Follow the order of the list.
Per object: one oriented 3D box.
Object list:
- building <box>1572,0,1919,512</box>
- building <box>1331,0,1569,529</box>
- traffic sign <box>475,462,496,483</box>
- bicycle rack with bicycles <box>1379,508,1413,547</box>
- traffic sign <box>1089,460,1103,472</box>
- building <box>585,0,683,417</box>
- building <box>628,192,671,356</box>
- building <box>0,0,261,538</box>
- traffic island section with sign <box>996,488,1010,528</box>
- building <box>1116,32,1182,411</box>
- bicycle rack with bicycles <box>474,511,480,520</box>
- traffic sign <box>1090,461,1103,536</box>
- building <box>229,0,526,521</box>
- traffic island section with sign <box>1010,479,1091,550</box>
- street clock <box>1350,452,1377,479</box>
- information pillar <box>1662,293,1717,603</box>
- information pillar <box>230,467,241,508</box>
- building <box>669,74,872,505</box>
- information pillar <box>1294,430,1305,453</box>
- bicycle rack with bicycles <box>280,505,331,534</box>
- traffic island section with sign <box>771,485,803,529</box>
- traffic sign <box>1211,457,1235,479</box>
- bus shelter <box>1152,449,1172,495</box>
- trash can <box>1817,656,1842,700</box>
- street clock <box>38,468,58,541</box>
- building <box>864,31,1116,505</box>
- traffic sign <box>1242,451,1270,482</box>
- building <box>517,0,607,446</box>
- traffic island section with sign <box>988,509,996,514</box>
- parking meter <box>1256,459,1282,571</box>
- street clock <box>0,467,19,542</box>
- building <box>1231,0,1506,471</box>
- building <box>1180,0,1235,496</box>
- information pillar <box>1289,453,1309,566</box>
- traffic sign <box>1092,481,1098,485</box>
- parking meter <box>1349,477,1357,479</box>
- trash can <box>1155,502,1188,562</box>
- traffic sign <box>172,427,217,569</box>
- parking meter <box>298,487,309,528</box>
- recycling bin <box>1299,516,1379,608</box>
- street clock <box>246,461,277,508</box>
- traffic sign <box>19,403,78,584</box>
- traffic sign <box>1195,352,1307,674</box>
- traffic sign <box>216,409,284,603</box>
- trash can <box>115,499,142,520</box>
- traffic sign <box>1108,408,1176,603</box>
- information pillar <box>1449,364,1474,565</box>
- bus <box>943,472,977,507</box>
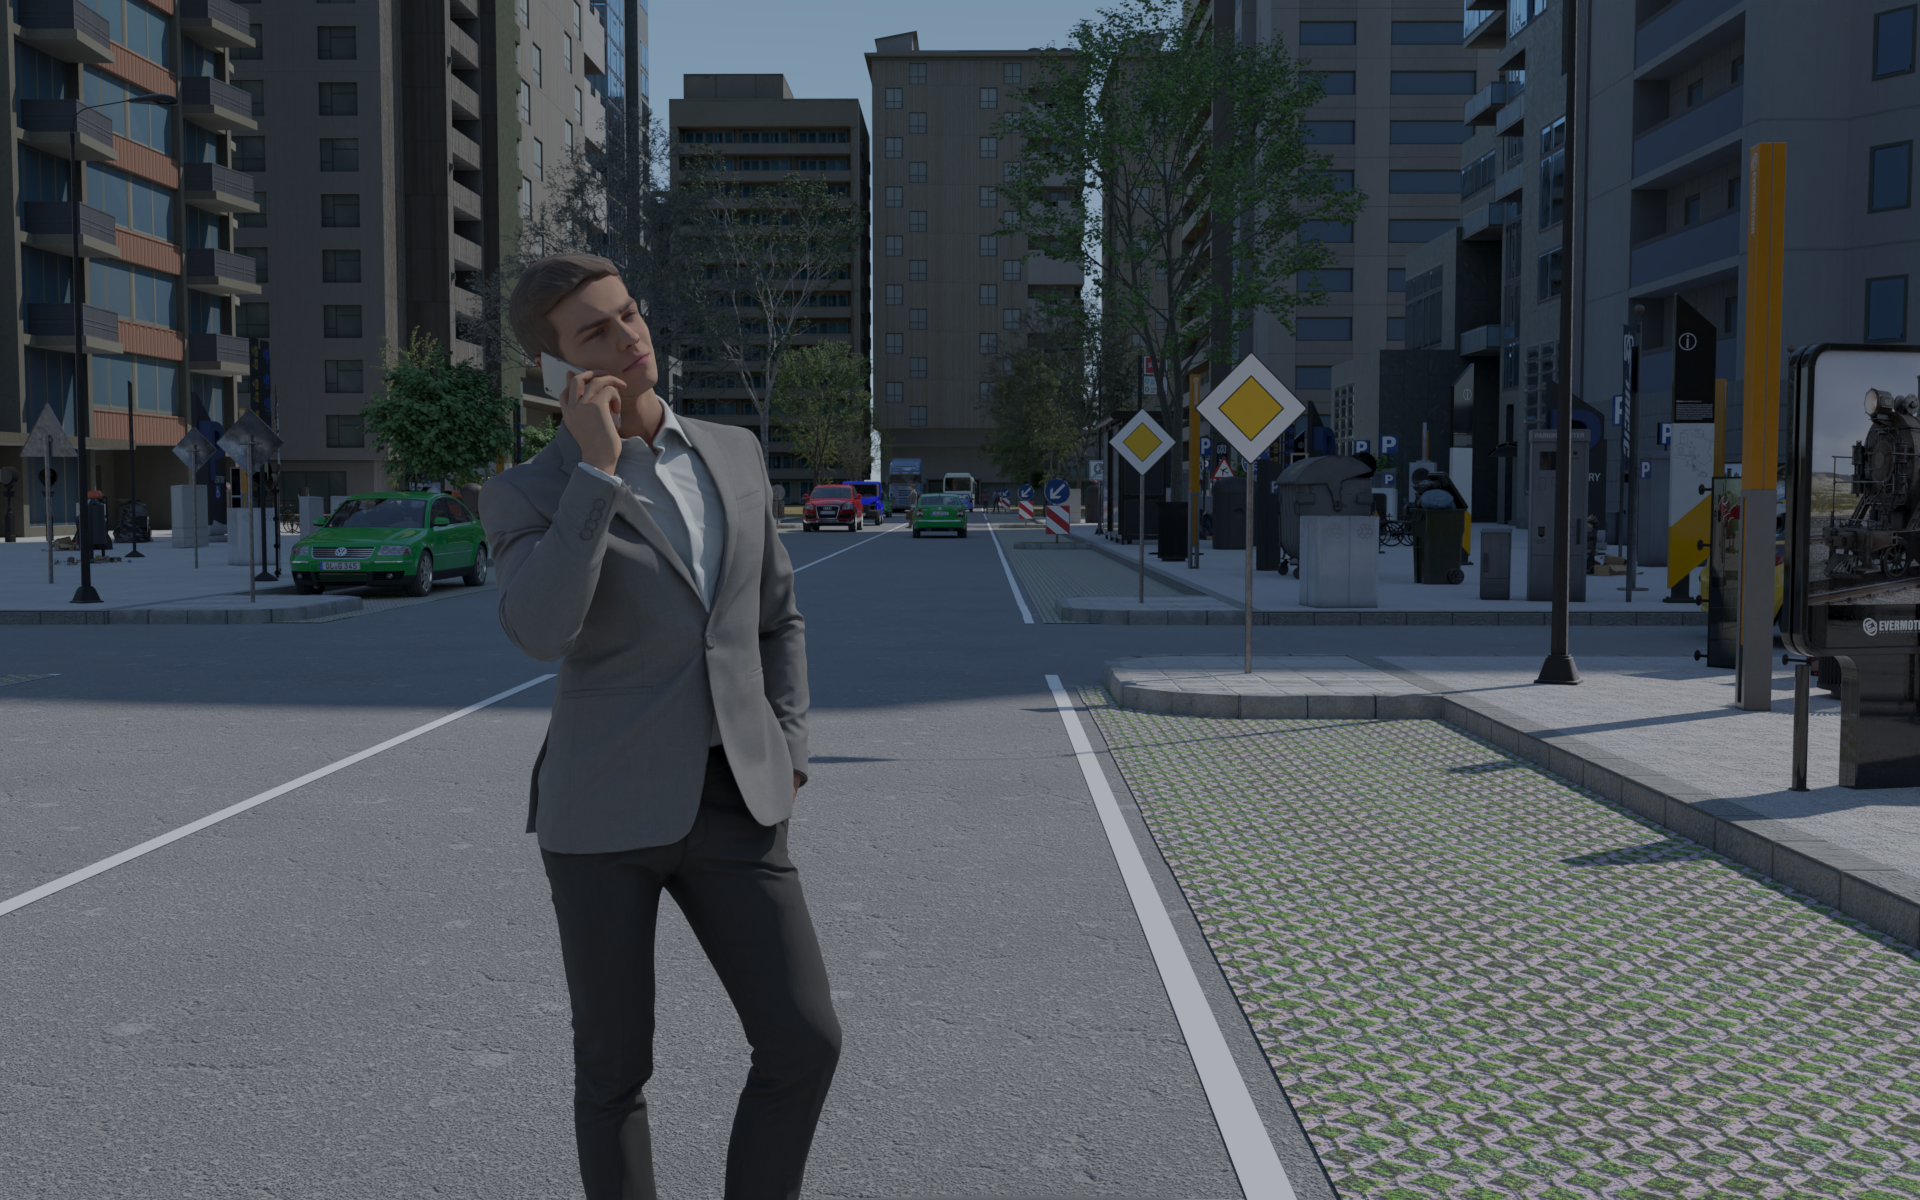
[{"bbox_3d":[63.950,-36.886,145.080,28.212,58.520,21.231,0,4,1],"label":"building"},{"bbox_3d":[29.797,-46.308,69.808,22.319,86.520,31.000,0,4,1],"label":"building"},{"bbox_3d":[-12.841,-2.867,46.882,0.884,2.594,0.081,0,4,8],"label":"traffic sign"},{"bbox_3d":[10.901,-1.815,43.052,2.925,0.926,2.852,1,4,14],"label":"bicycle rack with bicycles"},{"bbox_3d":[5.222,-3.961,64.863,0.768,2.556,0.104,0,4,3],"label":"traffic sign"},{"bbox_3d":[-38.890,-50.915,145.128,31.000,86.520,22.319,0,4,1],"label":"building"},{"bbox_3d":[-44.421,-31.681,209.863,23.993,40.220,32.217,0,4,1],"label":"building"},{"bbox_3d":[-37.101,-24.573,56.400,22.147,44.769,28.867,0,4,1],"label":"building"},{"bbox_3d":[2.647,-3.923,72.776,1.989,1.847,2.006,0,4,1],"label":"traffic island section with sign"},{"bbox_3d":[30.795,-37.767,206.736,27.495,52.752,28.713,0,4,1],"label":"building"},{"bbox_3d":[-13.633,-2.419,52.940,2.925,0.926,2.852,0,4,-7],"label":"bicycle rack with bicycles"},{"bbox_3d":[4.279,-3.124,53.203,0.606,2.300,0.079,0,4,2],"label":"traffic sign"},{"bbox_3d":[-30.524,-19.236,86.209,14.160,30.474,14.107,0,4,1],"label":"building"},{"bbox_3d":[2.397,-2.235,45.165,1.989,1.847,2.006,0,4,1],"label":"traffic island section with sign"},{"bbox_3d":[6.912,-1.546,29.843,0.471,2.002,0.358,0,4,-2],"label":"street clock"},{"bbox_3d":[8.573,-1.771,20.315,0.504,3.616,0.183,0,4,3],"label":"information pillar"},{"bbox_3d":[-19.740,-2.622,47.355,0.304,2.012,0.304,0,4,-6],"label":"information pillar"},{"bbox_3d":[-21.662,-35.471,203.657,21.600,48.544,21.300,0,4,1],"label":"building"},{"bbox_3d":[12.358,-4.399,63.280,0.504,3.616,0.183,-1,4,-14],"label":"information pillar"},{"bbox_3d":[-21.507,-2.652,56.736,2.925,0.926,2.852,-3,5,-39],"label":"bicycle rack with bicycles"},{"bbox_3d":[-7.584,-3.879,72.044,1.989,1.847,2.006,0,4,1],"label":"traffic island section with sign"},{"bbox_3d":[9.165,-3.680,60.173,0.884,2.594,0.081,0,4,3],"label":"traffic sign"},{"bbox_3d":[7.434,-4.652,67.347,1.731,3.624,6.357,0,4,0],"label":"bus shelter"},{"bbox_3d":[5.704,0.052,10.811,0.748,1.137,0.748,0,3,0],"label":"trash can"},{"bbox_3d":[-24.926,-2.618,47.379,0.471,2.002,0.358,-2,4,-30],"label":"street clock"},{"bbox_3d":[3.297,-37.751,206.469,27.495,52.752,28.713,0,4,1],"label":"building"},{"bbox_3d":[8.094,-2.896,47.453,0.768,2.556,0.104,0,4,4],"label":"traffic sign"},{"bbox_3d":[-37.924,-31.773,108.730,28.713,52.752,27.495,0,4,1],"label":"building"},{"bbox_3d":[3.113,-6.992,122.942,1.989,1.847,2.006,0,4,1],"label":"traffic island section with sign"},{"bbox_3d":[5.174,-1.424,28.986,0.399,1.863,0.255,-3,4,-38],"label":"parking meter"},{"bbox_3d":[-25.205,-2.529,45.914,0.471,2.002,0.358,1,4,14],"label":"street clock"},{"bbox_3d":[29.678,-35.355,120.061,21.231,58.520,28.212,0,4,1],"label":"building"},{"bbox_3d":[30.477,-31.940,145.913,21.300,48.544,21.600,0,4,1],"label":"building"},{"bbox_3d":[6.094,-1.629,31.124,0.304,2.012,0.304,1,4,15],"label":"information pillar"},{"bbox_3d":[7.247,-5.560,91.019,0.768,2.556,0.104,0,4,5],"label":"traffic sign"},{"bbox_3d":[6.139,-1.348,27.753,0.399,1.863,0.255,-2,4,-24],"label":"parking meter"},{"bbox_3d":[4.073,-1.306,33.001,0.748,1.137,0.748,0,3,0],"label":"trash can"},{"bbox_3d":[-13.158,-1.749,29.782,0.795,2.450,0.064,0,4,5],"label":"traffic sign"},{"bbox_3d":[-24.502,-3.441,64.670,0.372,1.533,0.369,0,3,0],"label":"parking meter"},{"bbox_3d":[4.324,-0.442,19.787,0.722,1.027,0.722,0,4,-6],"label":"recycling bin"},{"bbox_3d":[-14.655,-1.937,36.247,0.358,2.002,0.471,3,5,42],"label":"street clock"},{"bbox_3d":[-13.004,-1.511,24.706,0.884,2.594,0.081,0,4,6],"label":"traffic sign"},{"bbox_3d":[2.058,-0.531,12.327,0.795,2.450,0.064,0,4,1],"label":"traffic sign"},{"bbox_3d":[-8.362,-1.027,20.429,0.795,2.450,0.064,0,4,1],"label":"traffic sign"},{"bbox_3d":[-24.616,-2.426,51.317,0.748,1.137,0.748,0,3,0],"label":"trash can"},{"bbox_3d":[2.131,-1.020,20.312,0.795,2.450,0.064,0,4,1],"label":"traffic sign"},{"bbox_3d":[9.010,-2.432,31.115,0.504,3.616,0.183,-2,4,-29],"label":"information pillar"},{"bbox_3d":[-0.032,-10.028,158.810,2.948,3.499,13.247,0,4,1],"label":"bus"}]
